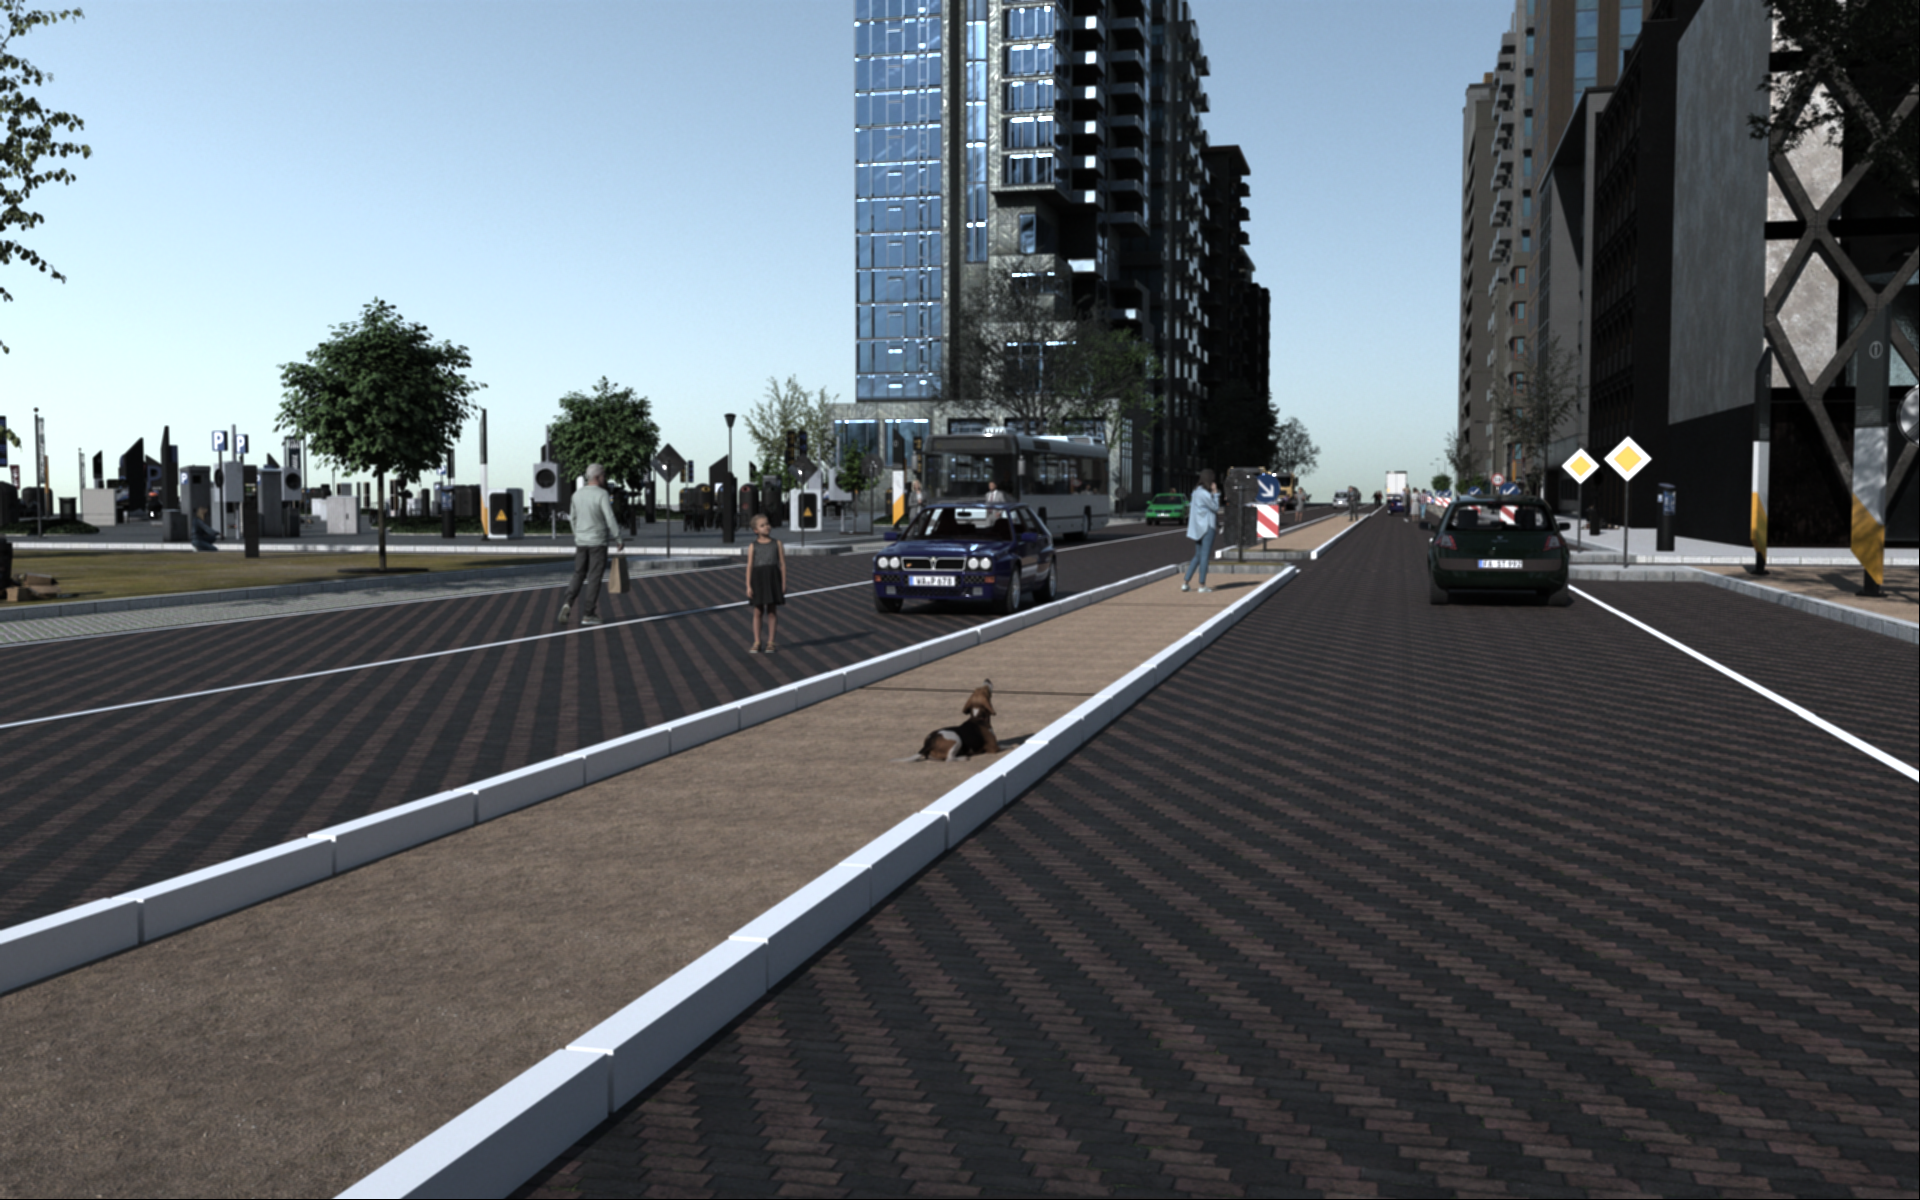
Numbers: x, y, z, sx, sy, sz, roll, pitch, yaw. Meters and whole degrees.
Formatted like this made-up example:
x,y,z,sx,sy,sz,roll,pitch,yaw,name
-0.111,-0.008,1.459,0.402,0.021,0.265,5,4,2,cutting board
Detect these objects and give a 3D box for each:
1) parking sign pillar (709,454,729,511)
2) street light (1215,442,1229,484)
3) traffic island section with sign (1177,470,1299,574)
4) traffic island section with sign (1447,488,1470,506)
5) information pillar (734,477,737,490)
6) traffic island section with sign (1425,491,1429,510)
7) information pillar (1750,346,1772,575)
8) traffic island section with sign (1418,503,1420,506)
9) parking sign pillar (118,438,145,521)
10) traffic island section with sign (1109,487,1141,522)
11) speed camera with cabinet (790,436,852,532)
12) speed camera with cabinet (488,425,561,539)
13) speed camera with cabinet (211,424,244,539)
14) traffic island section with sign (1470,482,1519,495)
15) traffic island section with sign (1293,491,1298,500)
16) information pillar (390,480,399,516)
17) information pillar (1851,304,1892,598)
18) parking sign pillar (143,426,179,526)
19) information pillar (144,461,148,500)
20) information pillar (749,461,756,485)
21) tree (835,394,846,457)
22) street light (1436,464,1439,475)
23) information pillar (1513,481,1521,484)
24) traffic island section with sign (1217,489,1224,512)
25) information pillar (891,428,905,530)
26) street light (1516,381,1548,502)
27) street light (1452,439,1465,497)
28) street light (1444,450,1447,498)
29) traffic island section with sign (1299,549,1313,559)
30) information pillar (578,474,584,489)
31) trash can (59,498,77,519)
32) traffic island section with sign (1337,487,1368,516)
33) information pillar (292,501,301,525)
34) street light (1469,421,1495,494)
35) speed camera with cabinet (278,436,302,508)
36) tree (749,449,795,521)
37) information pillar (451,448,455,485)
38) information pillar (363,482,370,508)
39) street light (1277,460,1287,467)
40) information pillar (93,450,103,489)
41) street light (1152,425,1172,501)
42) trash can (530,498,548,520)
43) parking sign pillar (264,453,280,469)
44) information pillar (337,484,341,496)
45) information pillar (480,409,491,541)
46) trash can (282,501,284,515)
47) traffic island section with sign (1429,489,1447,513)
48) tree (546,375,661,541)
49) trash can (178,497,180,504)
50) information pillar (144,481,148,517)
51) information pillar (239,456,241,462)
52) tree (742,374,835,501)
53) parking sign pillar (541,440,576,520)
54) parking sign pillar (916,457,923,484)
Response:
x,y,z,sx,sy,sz,roll,pitch,yaw,name
-16.265,-7.865,117.061,1.447,3.967,1.447,0,4,4,parking sign pillar
23.327,-11.133,154.567,1.470,5.913,1.316,1,4,14,street light
5.106,-1.451,31.865,2.006,1.907,1.989,1,4,14,traffic island section with sign
25.441,-4.741,86.147,1.989,1.847,2.006,1,4,14,traffic island section with sign
-9.987,-4.380,76.101,0.304,2.012,0.304,1,4,22,information pillar
44.390,-9.316,160.949,1.989,1.847,2.006,1,4,14,traffic island section with sign
12.668,-2.203,27.377,0.183,3.616,0.504,3,5,44,information pillar
57.733,-12.540,213.660,1.989,1.847,2.006,1,4,14,traffic island section with sign
-39.293,-5.729,82.147,1.447,3.967,1.447,1,4,11,parking sign pillar
8.381,-5.001,90.387,1.989,1.847,2.006,1,4,14,traffic island section with sign
-4.720,-3.943,58.808,2.038,3.252,0.660,-1,4,-22,speed camera with cabinet
-12.467,-3.367,49.386,2.038,3.252,0.660,0,4,-3,speed camera with cabinet
-21.263,-3.379,49.575,2.038,3.252,0.660,3,5,41,speed camera with cabinet
18.683,-3.110,59.473,1.989,1.847,2.006,1,4,14,traffic island section with sign
47.508,-14.446,244.817,1.989,1.847,2.006,1,4,14,traffic island section with sign
-28.680,-5.096,87.812,0.304,2.012,0.304,2,4,24,information pillar
11.366,-1.850,21.603,0.183,3.616,0.504,-1,4,-13,information pillar
-31.544,-4.932,69.103,1.447,3.967,1.447,-2,4,-32,parking sign pillar
-53.603,-7.492,113.850,0.183,3.616,0.504,1,4,14,information pillar
-14.539,-7.960,121.501,0.504,3.616,0.183,-1,4,-22,information pillar
-9.851,-10.259,118.098,4.737,8.622,4.395,0,3,0,tree
62.909,-15.542,226.657,1.470,5.913,1.316,1,4,14,street light
31.116,-5.648,96.838,0.304,2.012,0.304,-3,4,-39,information pillar
20.619,-7.953,138.660,1.989,1.847,2.006,1,4,14,traffic island section with sign
-2.173,-4.265,61.088,0.504,3.616,0.183,2,4,35,information pillar
23.555,-6.038,71.265,1.470,5.913,1.316,1,4,14,street light
42.635,-10.652,146.699,1.470,5.913,1.316,1,4,14,street light
52.185,-12.946,184.203,1.470,5.913,1.316,1,4,14,street light
6.934,-1.890,39.044,2.006,1.907,1.989,1,4,14,traffic island section with sign
-17.711,-5.483,81.007,0.183,3.616,0.504,-3,5,-41,information pillar
-37.004,-3.681,71.846,0.748,1.137,0.748,0,3,0,trash can
25.378,-6.346,111.892,2.006,1.907,1.989,1,4,14,traffic island section with sign
-26.631,-3.964,69.302,0.304,2.012,0.304,2,4,30,information pillar
33.242,-8.384,109.622,1.470,5.913,1.316,1,4,14,street light
-23.378,-3.934,58.649,0.660,3.252,2.038,3,5,41,speed camera with cabinet
-8.315,-4.890,74.548,1.663,3.219,1.824,0,3,0,tree
-25.952,-5.948,88.608,0.183,3.616,0.504,-2,4,-31,information pillar
-36.910,-6.317,107.780,0.304,2.012,0.304,-3,5,-42,information pillar
43.654,-16.066,235.214,1.470,5.913,1.316,1,4,14,street light
-45.913,-6.174,92.298,0.183,3.616,0.504,2,4,33,information pillar
13.586,-8.825,116.828,1.470,5.913,1.316,1,4,14,street light
-15.725,-3.253,64.835,0.748,1.137,0.748,0,3,0,trash can
-45.352,-7.691,114.216,1.447,3.967,1.447,3,4,38,parking sign pillar
-43.301,-7.121,120.920,0.304,2.012,0.304,0,4,4,information pillar
-13.148,-3.455,47.836,0.183,3.616,0.504,-2,4,-28,information pillar
-27.762,-3.590,70.352,0.748,1.137,0.748,0,3,0,trash can
37.564,-7.669,134.018,1.989,1.847,2.006,1,4,14,traffic island section with sign
-9.809,-3.935,48.052,4.285,4.588,4.351,0,3,0,tree
-45.085,-5.361,99.309,0.748,1.137,0.748,0,3,0,trash can
-46.492,-5.756,98.597,0.304,2.012,0.304,2,4,26,information pillar
-44.224,-7.051,106.633,0.183,3.616,0.504,-3,4,-37,information pillar
-10.846,-9.489,105.514,4.737,8.622,4.395,0,3,0,tree
-15.631,-4.833,67.498,1.447,3.967,1.447,1,4,17,parking sign pillar
-1.762,-6.548,95.532,1.447,3.967,1.447,0,4,-6,parking sign pillar
